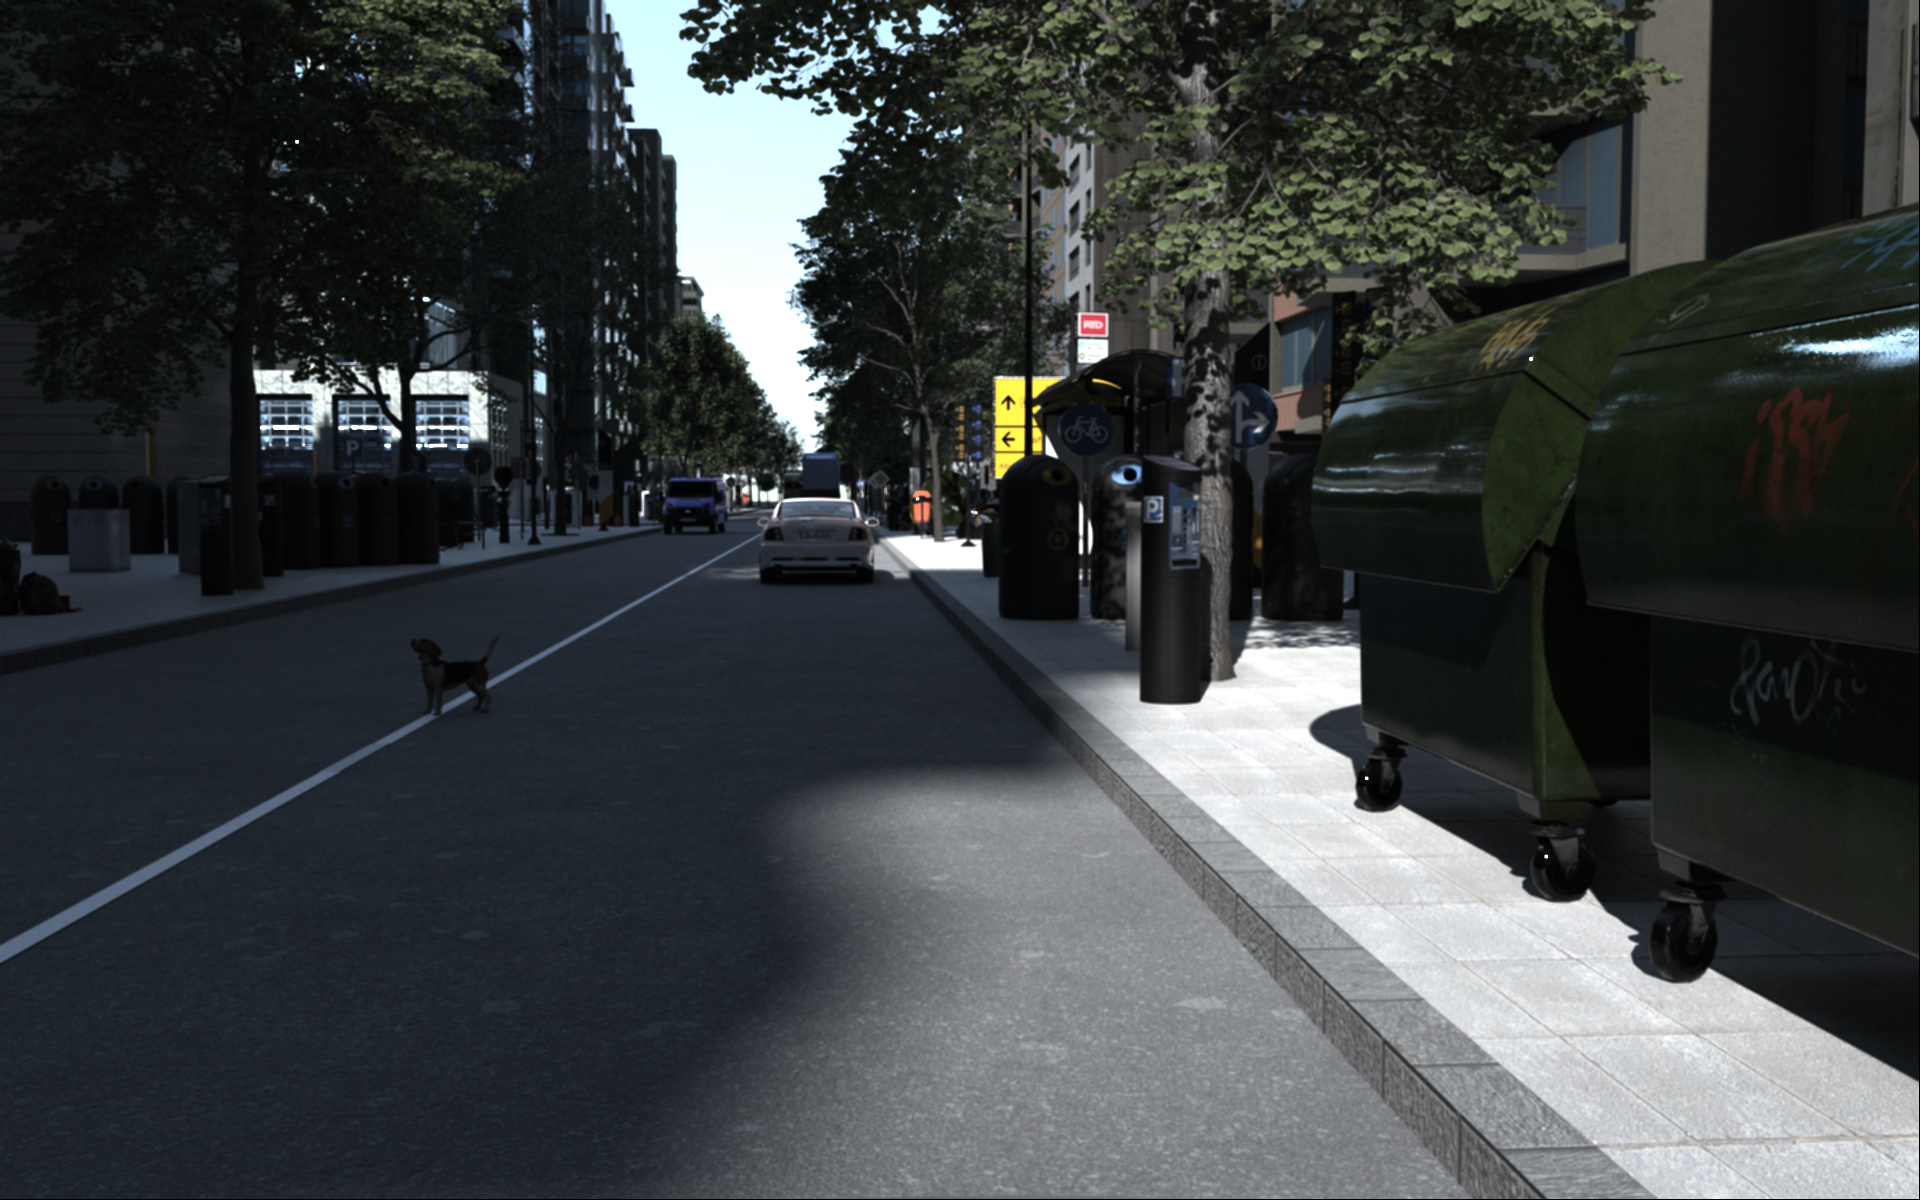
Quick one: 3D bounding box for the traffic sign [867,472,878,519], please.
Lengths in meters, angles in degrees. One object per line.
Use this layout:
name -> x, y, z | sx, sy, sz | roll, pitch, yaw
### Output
traffic sign -> -3.778, -4.530, 77.715 | 0.795, 2.450, 0.064 | 0, 4, -4

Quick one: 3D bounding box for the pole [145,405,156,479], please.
pole -> -18.609, -2.815, 39.866 | 0.158, 3.312, 0.155 | 0, 3, 0

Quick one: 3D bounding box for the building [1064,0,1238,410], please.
building -> 13.564, -19.807, 95.543 | 14.107, 30.474, 14.160 | 0, 4, -4

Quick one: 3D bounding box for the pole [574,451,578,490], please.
pole -> -18.326, -5.430, 82.616 | 0.158, 3.312, 0.155 | 0, 3, 0

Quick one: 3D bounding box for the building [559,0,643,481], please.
building -> -42.913, -33.363, 165.085 | 23.786, 49.044, 30.456 | 0, 4, -4

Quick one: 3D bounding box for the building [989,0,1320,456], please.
building -> 13.686, -29.644, 139.309 | 22.147, 44.769, 28.867 | 0, 4, -4

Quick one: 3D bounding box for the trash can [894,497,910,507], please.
trash can -> -3.109, -4.650, 87.684 | 0.748, 1.137, 0.748 | 0, 3, 0

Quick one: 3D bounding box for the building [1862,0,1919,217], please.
building -> 23.220, -23.740, 11.853 | 21.300, 48.544, 21.600 | 0, 4, -4

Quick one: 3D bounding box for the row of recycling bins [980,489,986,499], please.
row of recycling bins -> 1.122, -7.457, 129.030 | 1.069, 1.692, 3.534 | 2, 4, 30

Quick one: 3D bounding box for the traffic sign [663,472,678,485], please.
traffic sign -> -12.800, -4.492, 77.080 | 0.795, 2.450, 0.064 | 0, 4, -4

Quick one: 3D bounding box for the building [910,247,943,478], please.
building -> 2.610, -39.373, 298.366 | 22.147, 44.769, 28.867 | 0, 4, -4

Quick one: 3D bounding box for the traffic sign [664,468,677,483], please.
traffic sign -> -14.387, -5.298, 86.625 | 0.884, 2.594, 0.081 | 0, 4, -4

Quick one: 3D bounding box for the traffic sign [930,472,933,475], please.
traffic sign -> -1.137, -5.394, 88.300 | 0.768, 2.556, 0.104 | 0, 4, 0

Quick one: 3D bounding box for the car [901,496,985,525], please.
car -> -0.542, -3.766, 73.373 | 4.920, 1.459, 2.131 | 0, 4, -4

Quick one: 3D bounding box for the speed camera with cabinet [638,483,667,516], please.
speed camera with cabinet -> -17.255, -6.434, 99.528 | 2.038, 3.252, 0.660 | 1, 4, 18

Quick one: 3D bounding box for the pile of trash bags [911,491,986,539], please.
pile of trash bags -> 0.321, -2.439, 49.637 | 3.447, 1.369, 1.912 | 0, 4, 0

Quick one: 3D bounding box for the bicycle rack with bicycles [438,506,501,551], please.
bicycle rack with bicycles -> -12.271, -1.627, 39.986 | 2.852, 0.926, 2.925 | -3, 4, -38

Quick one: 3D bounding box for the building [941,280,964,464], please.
building -> 9.647, -35.516, 272.566 | 32.217, 40.220, 23.993 | 0, 4, -4

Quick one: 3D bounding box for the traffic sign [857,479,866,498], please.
traffic sign -> -8.372, -8.994, 147.157 | 0.768, 2.556, 0.104 | 0, 4, -3

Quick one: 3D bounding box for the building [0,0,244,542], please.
building -> -35.121, -15.477, 50.306 | 25.104, 27.353, 12.463 | 0, 4, -4

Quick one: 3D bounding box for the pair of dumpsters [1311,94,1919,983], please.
pair of dumpsters -> 2.372, -0.152, 4.973 | 1.574, 2.255, 4.437 | 0, 4, -4

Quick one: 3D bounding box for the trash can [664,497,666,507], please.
trash can -> -14.871, -4.720, 88.823 | 0.748, 1.137, 0.748 | 0, 3, 0

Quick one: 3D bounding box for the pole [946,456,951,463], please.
pole -> -0.541, -5.408, 82.263 | 0.158, 3.312, 0.155 | 0, 3, 0

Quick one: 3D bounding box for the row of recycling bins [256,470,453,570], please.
row of recycling bins -> -10.768, -1.445, 30.745 | 1.069, 1.692, 3.534 | 2, 4, 29

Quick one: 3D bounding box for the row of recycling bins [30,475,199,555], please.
row of recycling bins -> -18.027, -1.837, 37.140 | 3.534, 1.692, 1.069 | -1, 4, -11

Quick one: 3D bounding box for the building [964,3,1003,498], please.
building -> 10.860, -39.009, 179.793 | 21.231, 58.520, 28.212 | 0, 4, -4

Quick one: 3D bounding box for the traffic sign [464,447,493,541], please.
traffic sign -> -13.094, -2.874, 47.099 | 0.768, 2.556, 0.104 | 0, 4, 0

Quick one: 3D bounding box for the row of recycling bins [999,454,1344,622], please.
row of recycling bins -> 2.156, -0.660, 17.902 | 3.534, 1.692, 1.069 | 0, 4, 4

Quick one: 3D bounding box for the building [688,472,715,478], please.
building -> -51.025, -25.324, 259.088 | 27.650, 21.520, 28.899 | 0, 4, -4

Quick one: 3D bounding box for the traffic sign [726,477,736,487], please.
traffic sign -> -17.142, -7.925, 129.672 | 0.768, 2.556, 0.104 | 0, 4, 2

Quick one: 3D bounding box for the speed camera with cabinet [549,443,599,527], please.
speed camera with cabinet -> -14.645, -4.428, 66.727 | 2.038, 3.252, 0.660 | 0, 4, 5

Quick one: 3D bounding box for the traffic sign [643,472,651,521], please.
traffic sign -> -14.514, -4.829, 81.085 | 0.606, 2.300, 0.079 | 0, 4, -3

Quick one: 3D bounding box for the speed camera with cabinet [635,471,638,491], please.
speed camera with cabinet -> -27.875, -9.290, 146.228 | 2.038, 3.252, 0.660 | 2, 4, 27

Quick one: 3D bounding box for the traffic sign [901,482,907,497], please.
traffic sign -> -3.292, -5.834, 97.508 | 0.606, 2.300, 0.079 | 0, 4, 2

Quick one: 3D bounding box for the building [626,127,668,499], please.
building -> -39.870, -30.840, 187.833 | 14.154, 41.232, 14.086 | 0, 4, -4

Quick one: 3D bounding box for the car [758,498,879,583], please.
car -> -2.408, -1.041, 29.386 | 2.083, 1.381, 4.827 | 0, 4, -4

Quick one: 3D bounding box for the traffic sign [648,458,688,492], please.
traffic sign -> -16.285, -6.285, 96.628 | 2.265, 3.308, 0.079 | 0, 4, 1

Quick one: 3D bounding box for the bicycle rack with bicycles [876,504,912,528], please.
bicycle rack with bicycles -> -1.948, -3.252, 66.548 | 2.925, 0.926, 2.852 | -1, 4, -16

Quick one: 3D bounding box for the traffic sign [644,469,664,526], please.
traffic sign -> -12.219, -4.005, 69.116 | 0.795, 2.450, 0.064 | 0, 4, -4

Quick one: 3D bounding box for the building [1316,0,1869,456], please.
building -> 18.324, -23.868, 44.872 | 22.147, 44.769, 28.867 | 0, 4, -4

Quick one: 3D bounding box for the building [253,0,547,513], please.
building -> -37.061, -48.358, 103.333 | 22.319, 86.520, 31.000 | 0, 4, -4

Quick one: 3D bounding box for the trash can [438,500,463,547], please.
trash can -> -12.555, -1.885, 42.481 | 0.748, 1.137, 0.748 | 0, 3, 0

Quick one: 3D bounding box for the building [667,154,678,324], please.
building -> -40.559, -31.714, 202.120 | 14.154, 41.232, 14.086 | 0, 4, -4

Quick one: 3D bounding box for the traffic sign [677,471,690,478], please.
traffic sign -> -13.717, -5.178, 85.837 | 0.795, 2.450, 0.064 | 0, 4, -4

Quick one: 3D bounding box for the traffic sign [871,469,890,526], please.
traffic sign -> -3.197, -4.043, 69.751 | 0.795, 2.450, 0.064 | 0, 4, -4

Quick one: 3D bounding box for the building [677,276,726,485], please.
building -> -55.187, -36.271, 284.909 | 32.217, 40.220, 23.993 | 0, 4, -4

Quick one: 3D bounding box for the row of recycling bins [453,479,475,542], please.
row of recycling bins -> -13.793, -2.325, 45.128 | 1.069, 1.692, 3.534 | 1, 4, 16

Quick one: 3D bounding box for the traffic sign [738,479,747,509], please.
traffic sign -> -18.561, -9.021, 147.604 | 0.768, 2.556, 0.104 | 0, 4, -3

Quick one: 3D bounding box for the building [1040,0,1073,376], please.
building -> 12.794, -28.108, 109.670 | 14.600, 45.320, 14.200 | 0, 4, -4

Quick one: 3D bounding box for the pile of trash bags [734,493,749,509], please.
pile of trash bags -> -19.373, -8.547, 149.488 | 3.447, 1.369, 1.912 | 3, 5, 44

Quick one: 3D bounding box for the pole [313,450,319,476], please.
pole -> -29.500, -5.232, 79.390 | 0.158, 3.312, 0.155 | 0, 3, 0

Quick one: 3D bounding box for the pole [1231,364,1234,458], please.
pole -> 4.334, -2.037, 27.152 | 0.158, 3.312, 0.155 | 0, 3, 0

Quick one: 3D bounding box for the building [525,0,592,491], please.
building -> -40.537, -42.760, 137.380 | 20.563, 71.187, 20.611 | 0, 4, -4

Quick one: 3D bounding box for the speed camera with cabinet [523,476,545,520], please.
speed camera with cabinet -> -19.656, -5.360, 81.978 | 0.660, 3.252, 2.038 | 3, 5, 43
